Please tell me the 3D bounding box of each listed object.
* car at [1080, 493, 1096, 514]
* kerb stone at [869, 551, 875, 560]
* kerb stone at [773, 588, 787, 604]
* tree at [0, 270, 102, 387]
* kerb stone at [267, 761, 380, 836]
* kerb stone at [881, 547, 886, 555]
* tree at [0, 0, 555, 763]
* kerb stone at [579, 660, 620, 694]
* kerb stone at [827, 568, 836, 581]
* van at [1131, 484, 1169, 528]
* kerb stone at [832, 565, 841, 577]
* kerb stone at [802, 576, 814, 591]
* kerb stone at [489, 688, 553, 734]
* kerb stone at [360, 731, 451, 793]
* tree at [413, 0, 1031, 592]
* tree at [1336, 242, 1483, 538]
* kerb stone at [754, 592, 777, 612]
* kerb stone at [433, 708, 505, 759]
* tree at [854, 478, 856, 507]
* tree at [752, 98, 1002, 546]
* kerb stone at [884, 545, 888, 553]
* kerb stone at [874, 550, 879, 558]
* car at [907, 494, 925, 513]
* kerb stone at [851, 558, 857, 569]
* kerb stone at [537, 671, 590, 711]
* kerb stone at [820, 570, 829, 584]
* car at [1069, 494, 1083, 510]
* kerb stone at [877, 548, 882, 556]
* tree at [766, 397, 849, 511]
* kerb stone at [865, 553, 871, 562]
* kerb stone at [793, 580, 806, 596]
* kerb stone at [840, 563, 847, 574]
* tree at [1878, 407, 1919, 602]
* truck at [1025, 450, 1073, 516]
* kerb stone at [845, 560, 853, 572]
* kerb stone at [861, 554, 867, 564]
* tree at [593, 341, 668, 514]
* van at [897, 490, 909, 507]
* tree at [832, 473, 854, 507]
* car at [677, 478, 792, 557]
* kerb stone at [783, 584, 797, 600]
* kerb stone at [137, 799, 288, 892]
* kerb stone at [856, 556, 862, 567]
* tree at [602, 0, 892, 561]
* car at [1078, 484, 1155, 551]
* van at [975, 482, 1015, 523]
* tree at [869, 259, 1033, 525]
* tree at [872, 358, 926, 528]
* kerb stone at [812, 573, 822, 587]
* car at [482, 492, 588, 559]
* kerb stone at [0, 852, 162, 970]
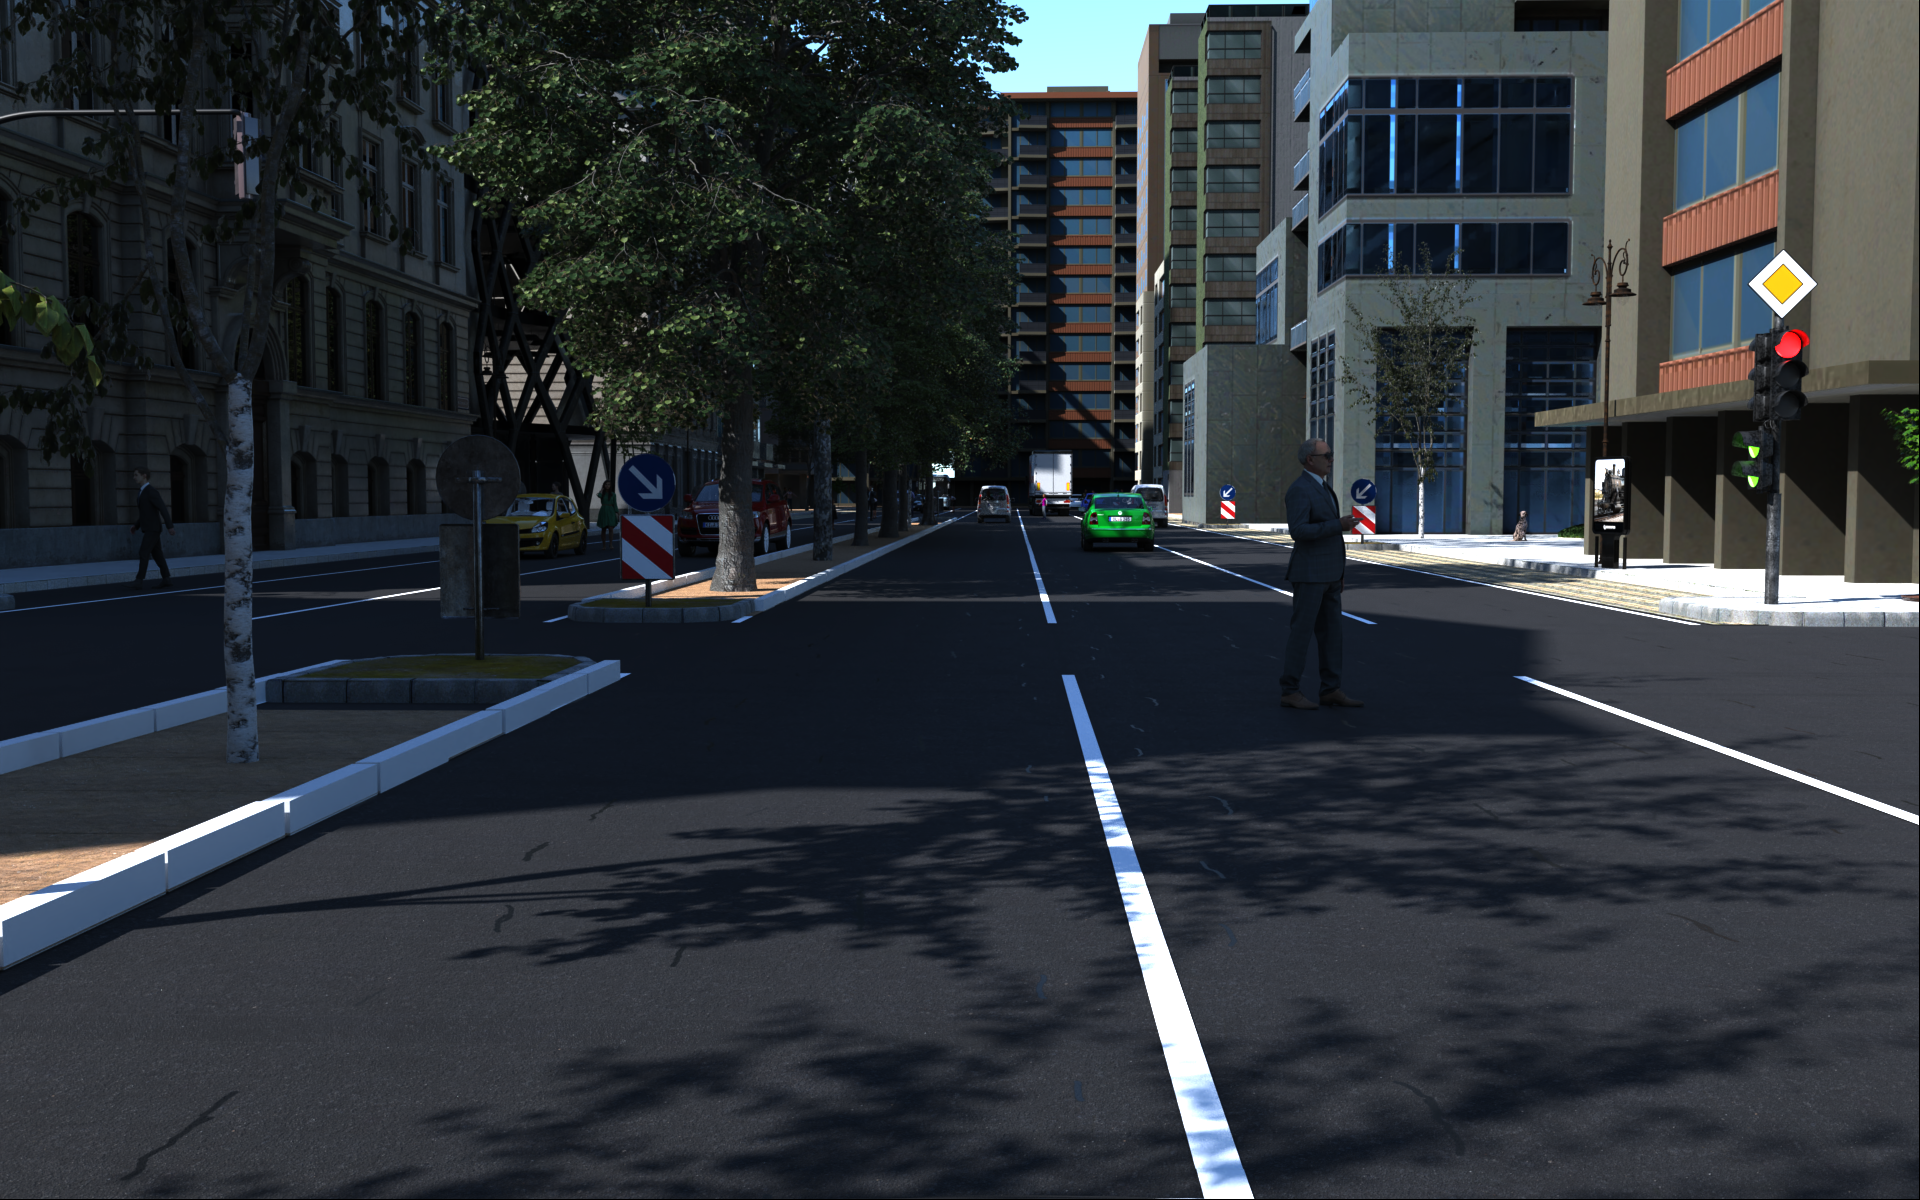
[{"bbox_3d":[9.696,-7.115,125.919,1.945,1.707,3.694,0,4,0],"label":"car"},{"bbox_3d":[-1.976,-0.901,36.928,0.120,0.150,1.000,0,4,2],"label":"kerb stone"},{"bbox_3d":[-2.414,-0.024,22.596,0.120,0.150,1.000,0,4,2],"label":"kerb stone"},{"bbox_3d":[-3.945,-3.165,4.568,4.737,8.622,4.395,0,3,0],"label":"tree"},{"bbox_3d":[-2.853,0.887,7.760,0.120,0.150,1.000,0,4,2],"label":"kerb stone"},{"bbox_3d":[-1.874,-1.089,40.001,0.120,0.150,1.000,0,4,2],"label":"kerb stone"},{"bbox_3d":[-3.831,-3.449,9.207,4.360,8.622,3.978,0,3,0],"label":"tree"},{"bbox_3d":[-2.700,0.570,12.882,0.120,0.150,1.000,0,4,2],"label":"kerb stone"},{"bbox_3d":[-2.218,-0.399,28.731,0.120,0.150,1.000,0,4,2],"label":"kerb stone"},{"bbox_3d":[8.099,-4.172,75.223,2.013,2.044,4.112,0,4,2],"label":"van"},{"bbox_3d":[-2.190,-0.458,29.753,0.120,0.150,1.000,0,4,2],"label":"kerb stone"},{"bbox_3d":[-2.318,-0.212,25.666,0.120,0.150,1.000,0,4,2],"label":"kerb stone"},{"bbox_3d":[-2.756,0.695,10.834,0.120,0.150,1.000,0,4,2],"label":"kerb stone"},{"bbox_3d":[-2.818,0.821,8.786,0.120,0.150,1.000,0,4,2],"label":"kerb stone"},{"bbox_3d":[-3.333,-7.100,25.203,9.857,13.997,8.962,0,3,0],"label":"tree"},{"bbox_3d":[13.122,-6.082,49.805,4.360,8.622,3.978,0,3,0],"label":"tree"},{"bbox_3d":[-2.438,0.038,21.573,0.120,0.150,1.000,0,4,2],"label":"kerb stone"},{"bbox_3d":[-2.801,0.764,9.810,0.120,0.150,1.000,0,4,2],"label":"kerb stone"},{"bbox_3d":[-10.317,-10.925,173.226,1.663,3.219,1.824,0,3,0],"label":"tree"},{"bbox_3d":[-2.822,-7.781,47.801,7.486,12.596,7.792,0,3,0],"label":"tree"},{"bbox_3d":[-1.856,-1.151,41.025,0.120,0.150,1.000,0,4,2],"label":"kerb stone"},{"bbox_3d":[-1.935,-0.964,37.950,0.120,0.150,1.000,0,4,2],"label":"kerb stone"},{"bbox_3d":[-3.469,-7.317,129.418,2.009,1.686,4.222,0,4,3],"label":"car"},{"bbox_3d":[-2.097,-0.646,32.830,0.120,0.150,1.000,0,4,2],"label":"kerb stone"},{"bbox_3d":[-2.736,0.632,11.855,0.120,0.150,1.000,0,4,2],"label":"kerb stone"},{"bbox_3d":[-2.255,-0.335,27.709,0.120,0.150,1.000,0,4,2],"label":"kerb stone"},{"bbox_3d":[10.526,-8.816,156.143,2.014,1.417,4.499,0,4,2],"label":"car"},{"bbox_3d":[-1.914,-1.025,38.979,0.120,0.150,1.000,0,4,2],"label":"kerb stone"},{"bbox_3d":[-11.501,-12.165,133.316,7.601,10.594,8.767,1,4,15],"label":"tree"},{"bbox_3d":[-2.003,-0.838,35.903,0.120,0.150,1.000,0,4,2],"label":"kerb stone"},{"bbox_3d":[-2.345,-0.150,24.640,0.120,0.150,1.000,0,4,2],"label":"kerb stone"},{"bbox_3d":[-2.166,-0.521,30.779,0.120,0.150,1.000,0,4,2],"label":"kerb stone"},{"bbox_3d":[11.834,-1.602,20.801,1.663,3.219,1.824,0,3,0],"label":"tree"},{"bbox_3d":[5.949,-7.770,115.953,2.839,4.237,11.283,0,3,0],"label":"truck"},{"bbox_3d":[-2.126,-0.587,31.801,0.120,0.150,1.000,0,4,2],"label":"kerb stone"},{"bbox_3d":[-2.035,-0.776,34.878,0.120,0.150,1.000,0,4,2],"label":"kerb stone"},{"bbox_3d":[-14.349,-7.619,74.938,4.737,8.622,4.395,0,3,0],"label":"tree"},{"bbox_3d":[-5.459,-9.664,165.021,2.013,2.044,4.112,0,4,0],"label":"van"},{"bbox_3d":[-10.892,-9.917,156.743,1.663,3.219,1.824,0,3,0],"label":"tree"},{"bbox_3d":[-5.321,-2.000,41.375,2.281,1.827,5.304,0,4,4],"label":"car"},{"bbox_3d":[-2.375,-0.087,23.617,0.120,0.150,1.000,0,4,2],"label":"kerb stone"},{"bbox_3d":[-2.894,0.946,6.731,0.120,0.150,1.000,0,4,2],"label":"kerb stone"},{"bbox_3d":[-2.062,-0.713,33.856,0.120,0.150,1.000,0,4,2],"label":"kerb stone"},{"bbox_3d":[-4.135,-10.956,37.475,12.611,20.169,13.585,0,3,0],"label":"tree"},{"bbox_3d":[4.039,-2.202,44.799,1.959,1.807,4.718,0,4,3],"label":"car"},{"bbox_3d":[1.741,-4.912,87.321,2.013,2.044,4.112,0,4,2],"label":"van"},{"bbox_3d":[-1.428,-9.785,79.457,9.611,12.733,9.660,0,3,0],"label":"tree"},{"bbox_3d":[-2.125,-7.322,72.527,4.360,8.622,3.978,0,3,0],"label":"tree"},{"bbox_3d":[-2.288,-0.272,26.688,0.120,0.150,1.000,0,4,2],"label":"kerb stone"},{"bbox_3d":[-9.757,-1.793,39.546,2.015,1.641,3.980,0,4,2],"label":"car"},{"bbox_3d":[-2.922,1.009,5.707,0.120,0.150,1.000,0,4,2],"label":"kerb stone"}]
